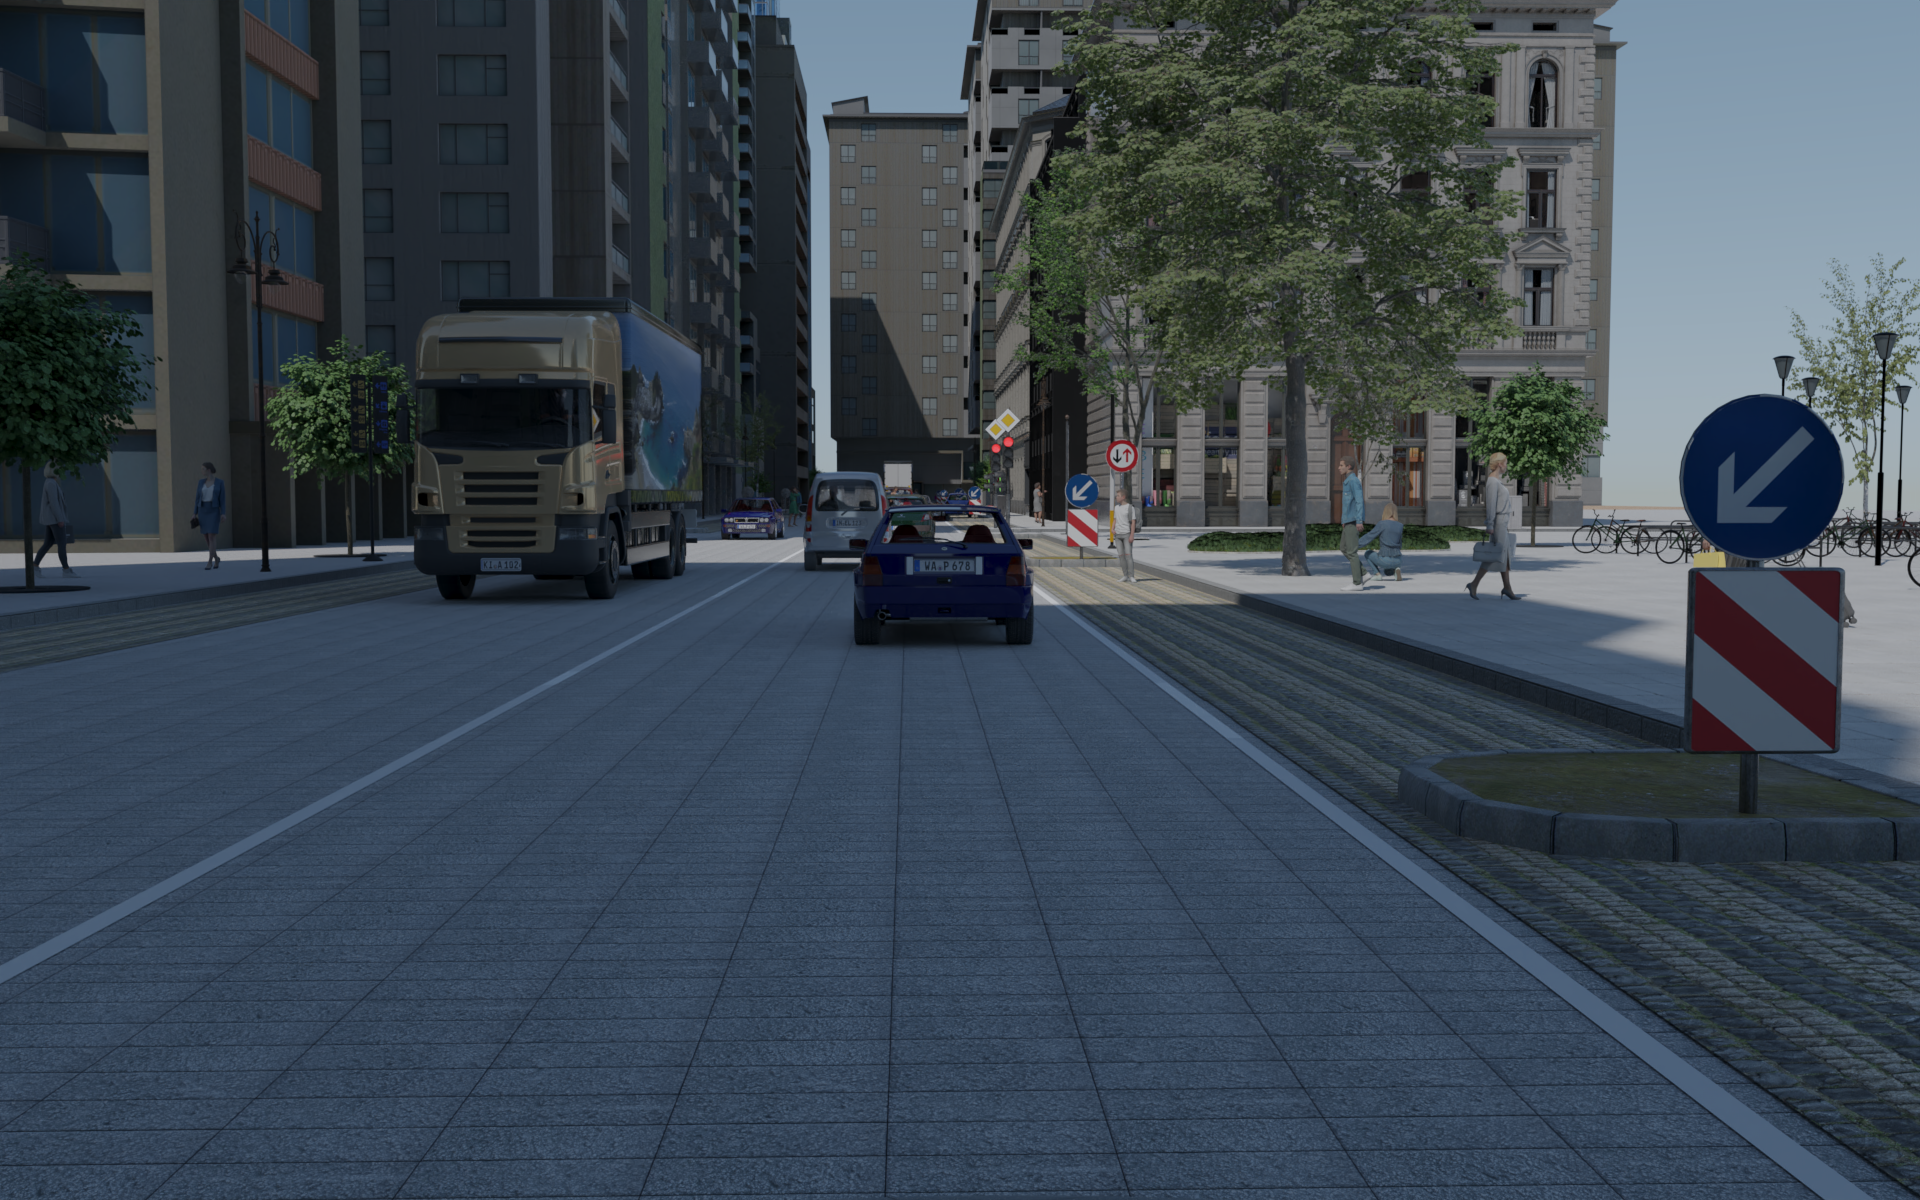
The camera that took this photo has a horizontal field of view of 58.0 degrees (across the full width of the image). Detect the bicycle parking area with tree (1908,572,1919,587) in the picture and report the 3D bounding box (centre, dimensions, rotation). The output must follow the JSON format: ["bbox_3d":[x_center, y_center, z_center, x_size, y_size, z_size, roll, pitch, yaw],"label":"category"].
[{"bbox_3d":[16.871,-2.133,21.873,8.231,4.147,9.016,-2,4,-27],"label":"bicycle parking area with tree"}]

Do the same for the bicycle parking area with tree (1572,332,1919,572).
[{"bbox_3d":[16.596,-2.843,33.481,9.016,4.147,8.231,1,4,20],"label":"bicycle parking area with tree"}]

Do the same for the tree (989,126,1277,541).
[{"bbox_3d":[4.831,-7.475,47.975,9.928,11.665,9.643,0,3,0],"label":"tree"}]

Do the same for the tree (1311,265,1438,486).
[{"bbox_3d":[12.807,-6.372,54.542,4.360,8.622,3.978,0,3,0],"label":"tree"}]

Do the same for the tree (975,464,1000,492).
[{"bbox_3d":[1.818,-7.177,111.940,1.663,3.219,1.824,0,3,0],"label":"tree"}]

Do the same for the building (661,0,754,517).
[{"bbox_3d":[-24.800,-29.418,100.591,23.786,49.044,30.456,0,4,-2],"label":"building"}]

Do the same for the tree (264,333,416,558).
[{"bbox_3d":[-12.577,-3.173,35.599,4.285,4.588,4.351,0,3,0],"label":"tree"}]

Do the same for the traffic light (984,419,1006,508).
[{"bbox_3d":[1.316,-4.640,64.785,0.839,4.253,0.868,0,4,-2],"label":"traffic light"}]

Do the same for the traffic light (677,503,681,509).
[{"bbox_3d":[-10.440,-4.618,64.423,0.839,4.253,0.868,0,4,-2],"label":"traffic light"}]

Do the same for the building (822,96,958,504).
[{"bbox_3d":[-4.326,-39.688,238.129,27.495,52.752,28.713,0,4,-2],"label":"building"}]

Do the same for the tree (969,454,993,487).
[{"bbox_3d":[2.358,-9.721,142.658,4.285,4.588,4.351,0,3,0],"label":"tree"}]

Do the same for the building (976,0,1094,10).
[{"bbox_3d":[16.023,-35.733,173.478,28.713,52.752,27.495,0,4,-2],"label":"building"}]

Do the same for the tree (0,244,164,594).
[{"bbox_3d":[-12.278,-2.398,22.916,4.285,4.588,4.351,0,3,0],"label":"tree"}]

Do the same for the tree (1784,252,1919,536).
[{"bbox_3d":[27.191,-6.234,52.294,4.737,8.622,4.395,0,3,0],"label":"tree"}]

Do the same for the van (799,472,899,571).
[{"bbox_3d":[-2.161,-1.637,33.772,2.013,2.044,4.112,0,4,-3],"label":"van"}]

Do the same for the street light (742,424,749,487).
[{"bbox_3d":[-13.900,-8.531,112.270,0.468,5.910,1.993,0,4,-2],"label":"street light"}]

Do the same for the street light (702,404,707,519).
[{"bbox_3d":[-13.186,-7.094,88.767,0.468,5.910,1.993,0,4,-2],"label":"street light"}]

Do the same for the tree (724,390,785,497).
[{"bbox_3d":[-14.502,-10.482,121.739,4.737,8.622,4.395,0,3,0],"label":"tree"}]

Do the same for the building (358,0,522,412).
[{"bbox_3d":[-20.062,-23.679,70.742,14.154,41.232,14.086,0,4,-2],"label":"building"}]

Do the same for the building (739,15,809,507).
[{"bbox_3d":[-27.102,-34.037,180.211,21.300,48.544,21.600,0,4,-2],"label":"building"}]

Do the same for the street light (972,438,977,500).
[{"bbox_3d":[1.211,-10.203,139.610,0.468,5.910,1.993,0,4,-2],"label":"street light"}]

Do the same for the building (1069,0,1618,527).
[{"bbox_3d":[14.938,-14.833,71.403,19.941,23.489,11.050,0,4,-2],"label":"building"}]

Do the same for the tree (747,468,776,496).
[{"bbox_3d":[-14.951,-8.345,131.045,1.663,3.219,1.824,0,3,0],"label":"tree"}]

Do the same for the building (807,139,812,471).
[{"bbox_3d":[-25.182,-34.024,206.402,14.200,45.320,14.600,0,4,-2],"label":"building"}]

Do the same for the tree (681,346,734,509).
[{"bbox_3d":[-13.310,-8.174,84.001,4.360,8.622,3.978,0,3,0],"label":"tree"}]

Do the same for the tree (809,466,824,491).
[{"bbox_3d":[-16.624,-13.129,198.374,4.285,4.588,4.351,0,3,0],"label":"tree"}]

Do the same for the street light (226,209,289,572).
[{"bbox_3d":[-11.472,-3.404,28.438,0.468,5.910,1.993,0,4,-2],"label":"street light"}]

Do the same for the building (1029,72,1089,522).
[{"bbox_3d":[10.223,-15.799,87.990,12.332,23.373,15.834,0,4,-2],"label":"building"}]

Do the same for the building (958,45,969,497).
[{"bbox_3d":[14.760,-37.419,201.039,28.713,52.752,27.495,0,4,-2],"label":"building"}]

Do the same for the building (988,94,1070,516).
[{"bbox_3d":[11.404,-20.878,117.765,17.030,29.872,44.131,0,4,-2],"label":"building"}]

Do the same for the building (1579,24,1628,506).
[{"bbox_3d":[57.630,-37.450,201.550,27.495,52.752,28.713,0,4,-2],"label":"building"}]

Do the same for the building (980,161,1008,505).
[{"bbox_3d":[8.718,-23.323,153.028,14.160,30.474,14.107,0,4,-2],"label":"building"}]

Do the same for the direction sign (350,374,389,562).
[{"bbox_3d":[-11.228,-2.508,33.008,0.379,3.537,0.876,2,4,30],"label":"direction sign"}]

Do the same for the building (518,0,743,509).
[{"bbox_3d":[-24.325,-27.369,131.071,14.154,41.232,14.086,0,4,-2],"label":"building"}]

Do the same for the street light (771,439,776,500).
[{"bbox_3d":[-14.620,-10.000,136.285,0.468,5.910,1.993,0,4,-2],"label":"street light"}]

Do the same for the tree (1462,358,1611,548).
[{"bbox_3d":[13.959,-3.560,41.915,4.285,4.588,4.351,0,3,0],"label":"tree"}]

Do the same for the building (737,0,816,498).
[{"bbox_3d":[-35.318,-56.284,232.909,31.000,86.520,22.319,0,4,-2],"label":"building"}]

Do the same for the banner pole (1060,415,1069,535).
[{"bbox_3d":[3.428,-3.987,55.202,0.401,3.779,0.863,1,4,9],"label":"banner pole"}]

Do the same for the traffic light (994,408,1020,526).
[{"bbox_3d":[1.552,-4.152,56.803,0.839,4.253,0.868,0,4,-2],"label":"traffic light"}]

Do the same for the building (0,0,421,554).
[{"bbox_3d":[-29.330,-23.749,42.922,28.867,44.769,22.147,0,4,-2],"label":"building"}]

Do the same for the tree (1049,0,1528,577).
[{"bbox_3d":[4.848,-6.655,26.931,7.486,12.596,7.792,0,3,0],"label":"tree"}]
